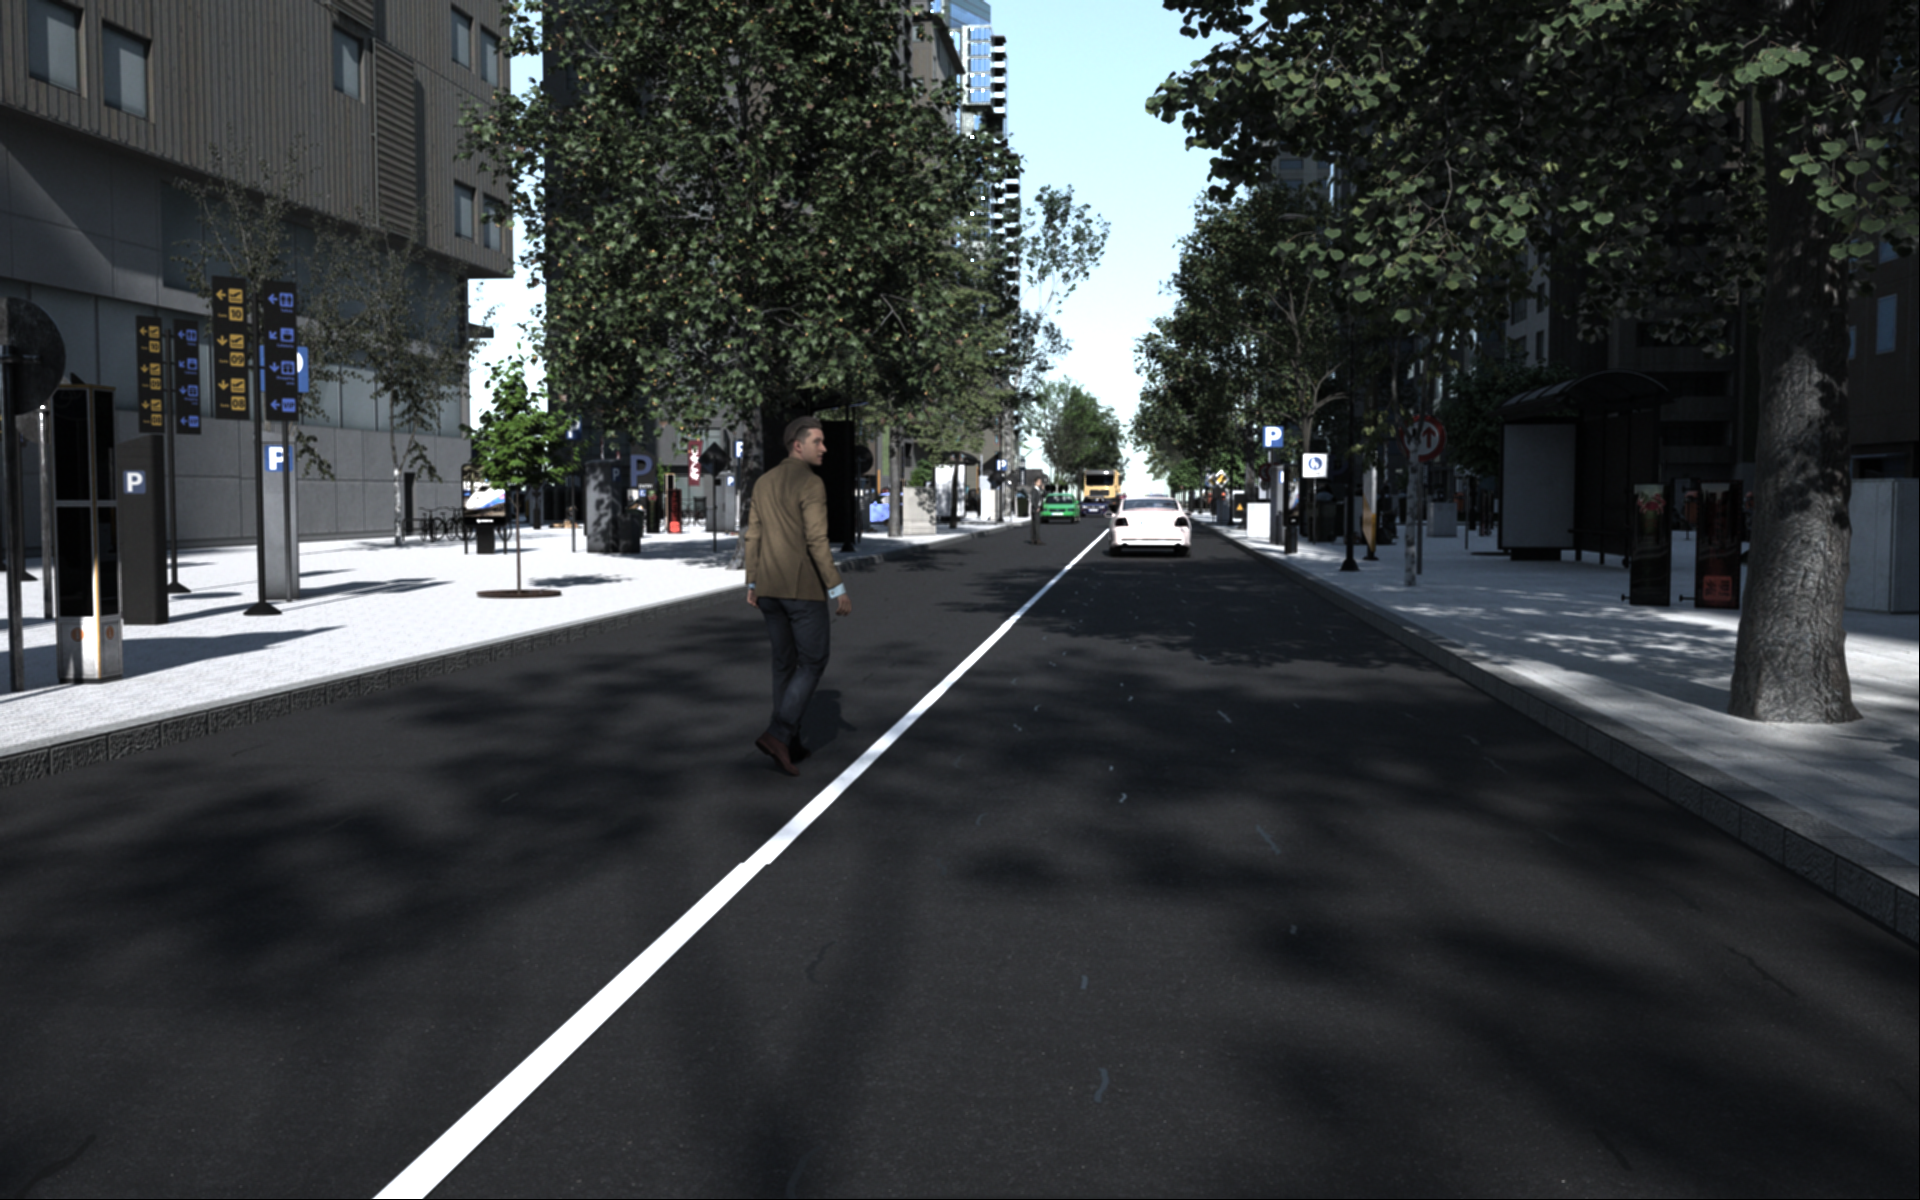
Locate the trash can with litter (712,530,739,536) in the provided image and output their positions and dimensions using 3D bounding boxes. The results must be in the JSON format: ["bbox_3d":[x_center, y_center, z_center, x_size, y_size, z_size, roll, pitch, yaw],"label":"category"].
[{"bbox_3d":[-6.775,-2.629,54.037,2.233,1.210,1.678,3,5,40],"label":"trash can with litter"}]

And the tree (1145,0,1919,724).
[{"bbox_3d":[4.719,-6.300,9.665,9.857,13.997,8.962,0,3,0],"label":"tree"}]

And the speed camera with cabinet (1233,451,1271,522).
[{"bbox_3d":[13.647,-5.270,80.503,2.038,3.252,0.660,2,4,30],"label":"speed camera with cabinet"}]

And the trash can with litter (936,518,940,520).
[{"bbox_3d":[-1.099,-4.663,87.294,1.678,1.210,2.233,-2,4,-34],"label":"trash can with litter"}]

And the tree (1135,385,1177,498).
[{"bbox_3d":[31.190,-24.318,253.481,12.611,20.169,13.585,0,3,0],"label":"tree"}]

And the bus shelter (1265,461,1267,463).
[{"bbox_3d":[19.262,-7.458,113.216,1.731,3.624,6.357,0,4,6],"label":"bus shelter"}]

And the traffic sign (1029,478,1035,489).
[{"bbox_3d":[4.648,-6.570,109.549,0.606,2.300,0.079,0,4,8],"label":"traffic sign"}]

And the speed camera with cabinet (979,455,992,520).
[{"bbox_3d":[1.298,-5.638,86.510,0.660,3.252,2.038,0,4,-2],"label":"speed camera with cabinet"}]

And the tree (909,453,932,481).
[{"bbox_3d":[-2.291,-9.401,137.413,4.285,4.588,4.351,0,3,0],"label":"tree"}]

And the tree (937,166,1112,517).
[{"bbox_3d":[1.395,-14.832,98.386,12.611,20.169,13.585,0,3,0],"label":"tree"}]

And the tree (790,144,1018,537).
[{"bbox_3d":[-2.345,-8.151,51.402,7.486,12.596,7.792,0,3,0],"label":"tree"}]

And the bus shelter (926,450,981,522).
[{"bbox_3d":[-0.246,-5.375,81.812,2.014,3.302,5.546,0,4,6],"label":"bus shelter"}]

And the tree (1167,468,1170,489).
[{"bbox_3d":[18.324,-9.408,137.537,4.285,4.588,4.351,0,3,0],"label":"tree"}]

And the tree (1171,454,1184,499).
[{"bbox_3d":[26.964,-15.774,208.260,4.360,8.622,3.978,0,3,0],"label":"tree"}]

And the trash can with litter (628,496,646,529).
[{"bbox_3d":[-12.136,-3.257,64.302,1.678,1.210,2.233,-1,4,-15],"label":"trash can with litter"}]

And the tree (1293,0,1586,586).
[{"bbox_3d":[6.479,-4.510,24.093,4.737,8.622,4.395,0,3,0],"label":"tree"}]

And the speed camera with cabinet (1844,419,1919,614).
[{"bbox_3d":[9.962,-1.531,19.360,0.660,3.252,2.038,-1,4,-12],"label":"speed camera with cabinet"}]

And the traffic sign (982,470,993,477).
[{"bbox_3d":[1.464,-5.522,90.392,0.768,2.556,0.104,0,4,8],"label":"traffic sign"}]

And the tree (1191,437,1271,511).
[{"bbox_3d":[13.776,-6.228,85.540,4.285,4.588,4.351,0,3,0],"label":"tree"}]

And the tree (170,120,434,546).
[{"bbox_3d":[-13.731,-5.181,35.068,4.360,8.622,3.978,0,3,0],"label":"tree"}]

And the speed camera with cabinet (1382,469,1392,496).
[{"bbox_3d":[33.733,-8.877,139.477,2.038,3.252,0.660,2,4,30],"label":"speed camera with cabinet"}]

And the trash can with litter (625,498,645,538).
[{"bbox_3d":[-9.727,-2.394,50.536,1.055,1.170,0.624,0,4,-4],"label":"trash can with litter"}]

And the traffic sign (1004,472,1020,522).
[{"bbox_3d":[2.348,-4.639,79.483,0.795,2.450,0.064,0,4,6],"label":"traffic sign"}]

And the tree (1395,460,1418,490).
[{"bbox_3d":[25.054,-6.252,96.820,1.663,3.219,1.824,0,3,0],"label":"tree"}]

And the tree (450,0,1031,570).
[{"bbox_3d":[-3.600,-6.875,29.408,9.611,12.733,9.660,0,3,0],"label":"tree"}]

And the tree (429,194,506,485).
[{"bbox_3d":[-13.543,-5.620,42.245,4.360,8.622,3.978,0,3,0],"label":"tree"}]

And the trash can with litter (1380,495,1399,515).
[{"bbox_3d":[26.200,-5.712,104.442,2.233,1.210,1.678,0,3,0],"label":"trash can with litter"}]

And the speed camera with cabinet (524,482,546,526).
[{"bbox_3d":[-17.194,-4.638,70.164,0.660,3.252,2.038,-1,4,-14],"label":"speed camera with cabinet"}]

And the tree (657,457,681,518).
[{"bbox_3d":[-15.896,-5.938,91.690,1.663,3.219,1.824,0,3,0],"label":"tree"}]

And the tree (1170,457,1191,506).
[{"bbox_3d":[18.473,-8.925,129.635,4.285,4.588,4.351,0,3,0],"label":"tree"}]

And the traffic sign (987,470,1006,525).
[{"bbox_3d":[1.497,-4.153,71.544,0.795,2.450,0.064,0,4,6],"label":"traffic sign"}]

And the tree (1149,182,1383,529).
[{"bbox_3d":[10.473,-8.922,62.890,9.611,12.733,9.660,0,3,0],"label":"tree"}]

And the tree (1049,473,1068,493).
[{"bbox_3d":[7.839,-8.959,141.074,1.663,3.219,1.824,0,3,0],"label":"tree"}]

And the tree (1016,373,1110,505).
[{"bbox_3d":[8.624,-13.709,149.899,9.928,11.665,9.643,0,3,0],"label":"tree"}]

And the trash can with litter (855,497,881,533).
[{"bbox_3d":[-3.290,-2.901,58.481,1.678,1.210,2.233,2,4,32],"label":"trash can with litter"}]

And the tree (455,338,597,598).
[{"bbox_3d":[-5.521,-1.650,21.587,1.663,3.219,1.824,0,3,0],"label":"tree"}]

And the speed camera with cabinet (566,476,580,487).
[{"bbox_3d":[-19.000,-5.739,88.175,2.038,3.252,0.660,-1,4,-16],"label":"speed camera with cabinet"}]

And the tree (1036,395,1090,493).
[{"bbox_3d":[7.344,-10.906,128.678,4.360,8.622,3.978,0,3,0],"label":"tree"}]

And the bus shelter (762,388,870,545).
[{"bbox_3d":[-3.468,-3.031,40.837,1.731,3.624,6.357,0,4,6],"label":"bus shelter"}]

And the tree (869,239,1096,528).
[{"bbox_3d":[-0.235,-7.927,64.012,8.767,10.594,7.601,-1,4,-8],"label":"tree"}]

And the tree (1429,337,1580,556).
[{"bbox_3d":[11.499,-3.229,36.510,4.285,4.588,4.351,0,3,0],"label":"tree"}]

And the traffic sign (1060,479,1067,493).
[{"bbox_3d":[8.550,-8.852,144.834,0.768,2.556,0.104,1,4,14],"label":"traffic sign"}]

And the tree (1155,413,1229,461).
[{"bbox_3d":[22.853,-15.872,169.883,12.009,13.543,11.850,0,3,0],"label":"tree"}]

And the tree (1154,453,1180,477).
[{"bbox_3d":[35.682,-22.165,288.149,9.928,11.665,9.643,0,3,0],"label":"tree"}]

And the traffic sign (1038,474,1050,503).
[{"bbox_3d":[5.174,-6.567,107.475,0.768,2.556,0.104,1,4,13],"label":"traffic sign"}]

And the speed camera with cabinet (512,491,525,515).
[{"bbox_3d":[-25.837,-6.702,103.919,2.038,3.252,0.660,0,4,-7],"label":"speed camera with cabinet"}]

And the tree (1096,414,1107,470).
[{"bbox_3d":[12.736,-15.458,187.155,8.767,10.594,7.601,-1,4,-15],"label":"tree"}]

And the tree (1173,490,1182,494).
[{"bbox_3d":[30.306,-15.202,243.159,1.663,3.219,1.824,0,3,0],"label":"tree"}]

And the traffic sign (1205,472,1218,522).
[{"bbox_3d":[11.488,-4.578,78.487,0.795,2.450,0.064,0,4,6],"label":"traffic sign"}]

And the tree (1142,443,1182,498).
[{"bbox_3d":[28.908,-19.545,237.695,7.486,12.596,7.792,0,3,0],"label":"tree"}]

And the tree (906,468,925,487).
[{"bbox_3d":[-3.366,-8.174,128.248,1.663,3.219,1.824,0,3,0],"label":"tree"}]

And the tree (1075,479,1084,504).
[{"bbox_3d":[18.108,-15.835,242.623,4.285,4.588,4.351,0,3,0],"label":"tree"}]

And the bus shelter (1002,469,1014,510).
[{"bbox_3d":[2.442,-7.517,116.822,2.014,3.302,5.546,0,4,6],"label":"bus shelter"}]

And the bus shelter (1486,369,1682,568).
[{"bbox_3d":[10.912,-2.256,30.811,2.014,3.302,5.546,0,4,6],"label":"bus shelter"}]

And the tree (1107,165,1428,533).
[{"bbox_3d":[9.813,-7.031,49.375,7.601,10.594,8.767,3,4,36],"label":"tree"}]

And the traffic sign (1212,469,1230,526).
[{"bbox_3d":[10.637,-4.092,70.547,0.795,2.450,0.064,0,4,6],"label":"traffic sign"}]
